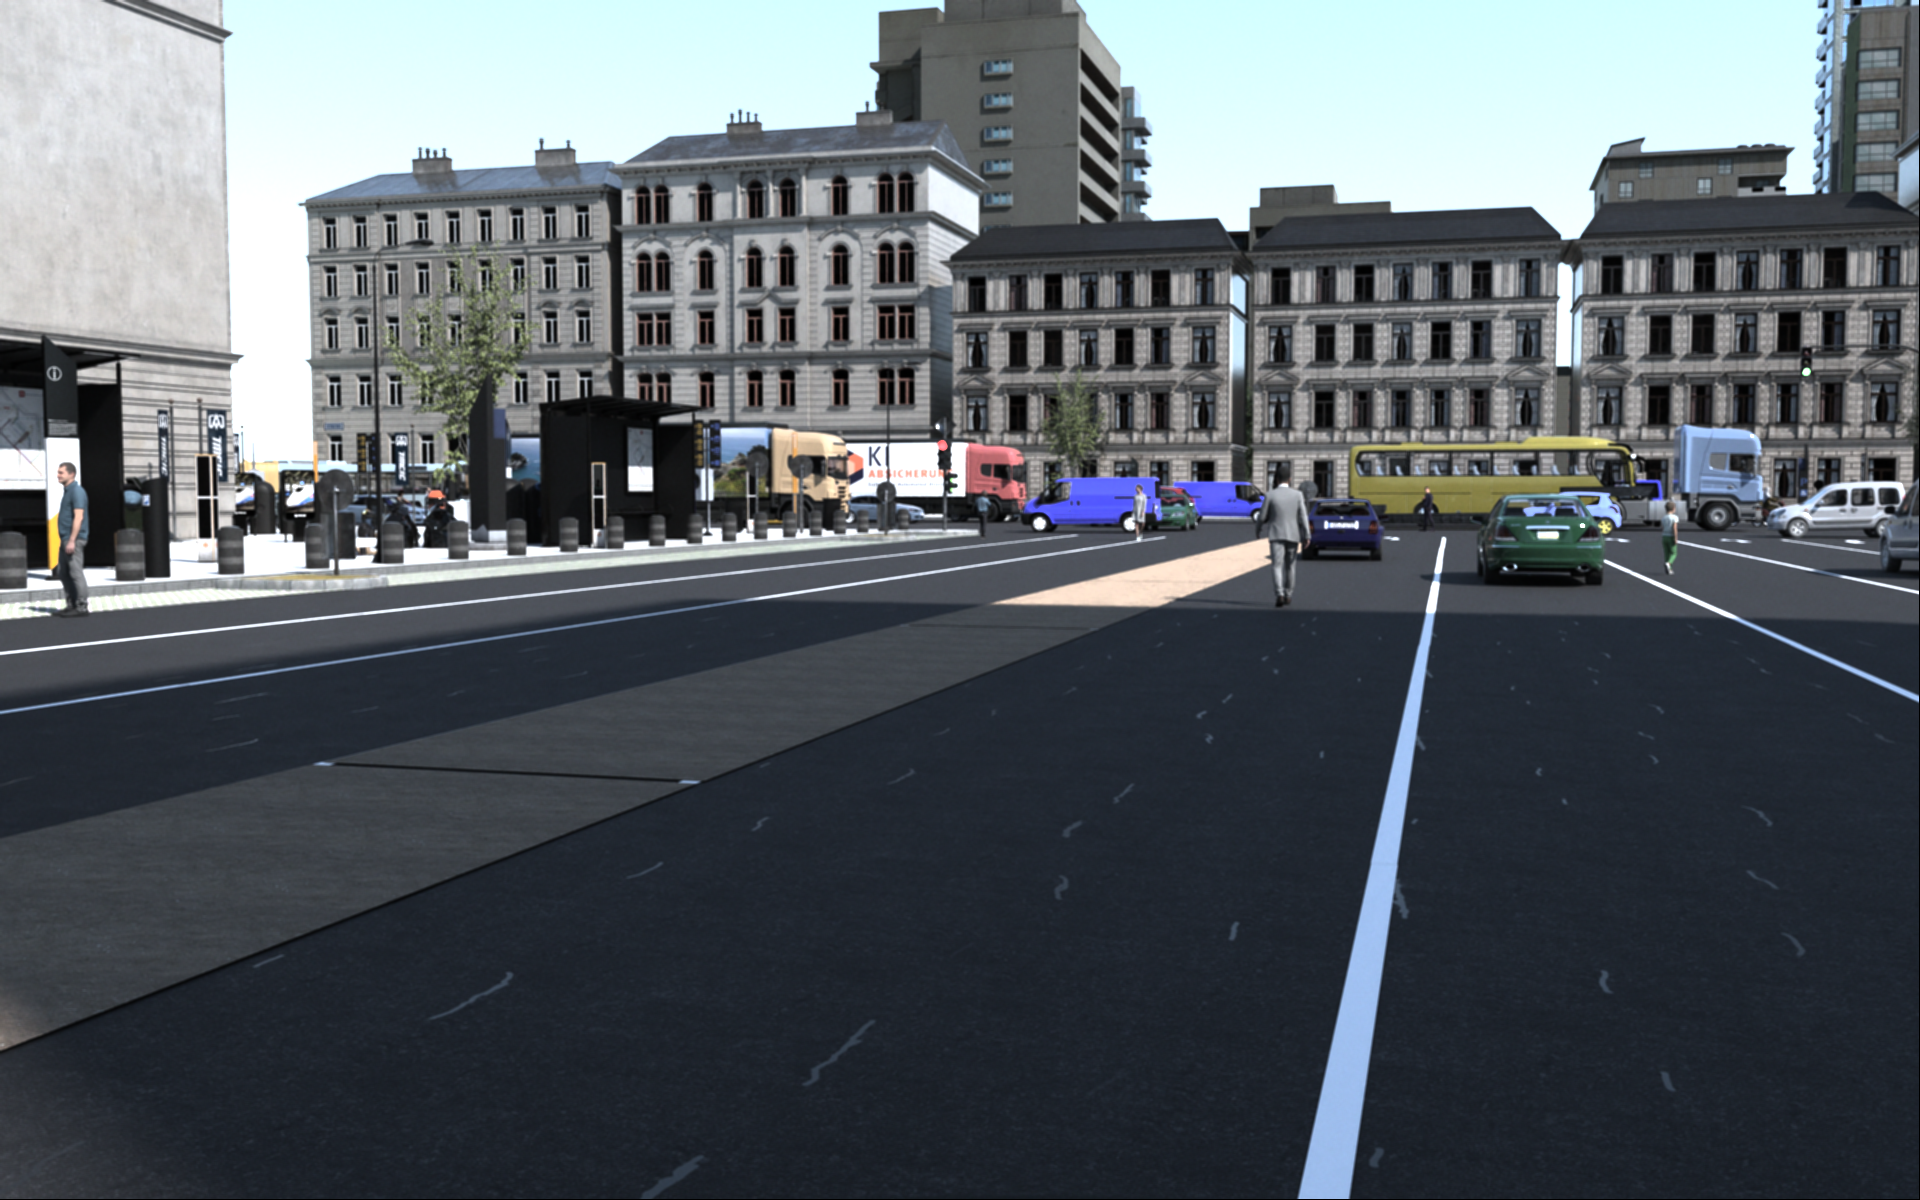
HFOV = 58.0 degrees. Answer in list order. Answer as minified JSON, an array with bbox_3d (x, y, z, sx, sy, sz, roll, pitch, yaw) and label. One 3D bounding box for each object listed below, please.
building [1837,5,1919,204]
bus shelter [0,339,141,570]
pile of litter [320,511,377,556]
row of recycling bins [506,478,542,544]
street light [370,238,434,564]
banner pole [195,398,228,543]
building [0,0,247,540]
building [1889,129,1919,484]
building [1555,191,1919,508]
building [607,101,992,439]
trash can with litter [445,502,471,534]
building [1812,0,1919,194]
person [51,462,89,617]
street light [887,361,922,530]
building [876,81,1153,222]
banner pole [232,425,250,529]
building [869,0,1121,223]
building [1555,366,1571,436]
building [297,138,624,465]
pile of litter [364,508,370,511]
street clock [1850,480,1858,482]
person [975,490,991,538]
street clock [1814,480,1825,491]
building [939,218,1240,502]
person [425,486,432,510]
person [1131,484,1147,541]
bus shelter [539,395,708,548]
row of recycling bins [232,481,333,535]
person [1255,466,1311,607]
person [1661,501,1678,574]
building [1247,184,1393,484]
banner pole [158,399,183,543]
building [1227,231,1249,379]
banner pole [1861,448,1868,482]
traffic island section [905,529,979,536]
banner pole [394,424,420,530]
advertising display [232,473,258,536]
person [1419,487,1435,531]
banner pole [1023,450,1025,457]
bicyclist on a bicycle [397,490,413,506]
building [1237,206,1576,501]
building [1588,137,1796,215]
[{"bbox_3d":[82.603,-28.412,148.136,14.154,41.232,14.086,1,4,16],"label":"building"},{"bbox_3d":[-15.423,-2.153,26.490,1.731,3.624,6.357,1,4,16],"label":"bus shelter"},{"bbox_3d":[-12.945,-1.371,36.385,1.176,0.858,1.719,-3,5,-42],"label":"pile of litter"},{"bbox_3d":[-10.998,-2.344,45.433,1.069,1.692,3.534,2,4,26],"label":"row of recycling bins"},{"bbox_3d":[-10.227,-3.623,31.769,1.470,5.913,1.316,1,4,16],"label":"street light"},{"bbox_3d":[-19.532,-3.374,45.178,0.863,3.779,0.401,-1,4,-23],"label":"banner pole"},{"bbox_3d":[-31.901,-12.935,47.650,21.152,22.565,11.583,1,4,16],"label":"building"},{"bbox_3d":[68.355,-18.469,99.224,25.104,27.353,12.463,1,4,16],"label":"building"},{"bbox_3d":[46.677,-14.677,104.589,19.286,19.102,10.561,1,4,16],"label":"building"},{"bbox_3d":[-10.996,-20.491,122.416,23.554,28.519,14.401,1,4,16],"label":"building"},{"bbox_3d":[-15.588,-2.557,53.194,1.055,1.170,0.624,-2,4,-25],"label":"trash can with litter"},{"bbox_3d":[92.147,-52.292,167.651,22.319,86.520,31.000,1,4,16],"label":"building"},{"bbox_3d":[-10.425,-0.711,20.260,0.434,1.807,0.598,-2,4,-24],"label":"person"},{"bbox_3d":[-2.007,-5.400,60.825,1.470,5.913,1.316,1,4,16],"label":"street light"},{"bbox_3d":[5.921,-35.319,197.077,30.456,49.044,23.786,1,4,16],"label":"building"},{"bbox_3d":[-26.104,-4.446,62.716,0.401,3.779,0.863,1,4,15],"label":"banner pole"},{"bbox_3d":[3.404,-33.503,171.479,21.300,48.544,21.600,1,4,16],"label":"building"},{"bbox_3d":[82.595,-25.944,269.229,28.899,21.520,27.650,1,4,16],"label":"building"},{"bbox_3d":[-34.543,-20.288,128.970,25.104,27.353,12.463,1,4,16],"label":"building"},{"bbox_3d":[-17.232,-2.282,51.272,1.176,0.858,1.719,1,4,9],"label":"pile of litter"},{"bbox_3d":[45.694,-5.138,88.573,0.471,2.002,0.358,-2,4,-33],"label":"street clock"},{"bbox_3d":[0.741,-2.768,55.974,0.429,1.552,0.499,-2,4,-28],"label":"person"},{"bbox_3d":[44.068,-5.154,88.839,0.358,2.002,0.471,-3,5,-43],"label":"street clock"},{"bbox_3d":[9.383,-15.279,114.437,19.286,19.102,10.561,1,4,16],"label":"building"},{"bbox_3d":[-24.355,-4.357,80.001,0.793,1.790,0.793,-1,4,-22],"label":"person"},{"bbox_3d":[5.485,-2.688,53.192,0.466,1.731,0.760,0,4,1],"label":"person"},{"bbox_3d":[-8.495,-3.245,44.334,1.731,3.624,6.357,1,4,16],"label":"bus shelter"},{"bbox_3d":[-21.829,-2.957,55.462,3.534,1.692,1.069,-1,4,-23],"label":"row of recycling bins"},{"bbox_3d":[4.141,-0.823,22.222,0.678,1.792,0.850,0,4,5],"label":"person"},{"bbox_3d":[12.632,-1.107,30.850,0.306,1.304,0.590,3,4,36],"label":"person"},{"bbox_3d":[57.139,-39.706,272.891,21.600,48.544,21.300,1,4,16],"label":"building"},{"bbox_3d":[-20.805,-3.393,45.495,0.401,3.779,0.863,0,4,7],"label":"banner pole"},{"bbox_3d":[33.009,-38.273,280.392,28.867,44.769,22.147,1,4,16],"label":"building"},{"bbox_3d":[48.968,-6.351,93.862,0.401,3.779,0.863,0,4,6],"label":"banner pole"},{"bbox_3d":[-0.549,-2.357,60.822,2.009,0.180,2.903,1,4,16],"label":"traffic island section"},{"bbox_3d":[-19.783,-4.399,61.935,0.863,3.779,0.401,-2,4,-31],"label":"banner pole"},{"bbox_3d":[-21.835,-2.897,52.576,0.974,1.923,0.123,0,4,2],"label":"advertising display"},{"bbox_3d":[17.960,-3.494,66.539,0.530,1.710,0.541,0,4,-4],"label":"person"},{"bbox_3d":[3.482,-6.691,99.411,0.863,3.779,0.401,3,5,43],"label":"banner pole"},{"bbox_3d":[-25.660,-4.265,79.762,1.625,1.676,1.499,1,4,15],"label":"bicyclist on a bicycle"},{"bbox_3d":[28.175,-15.009,110.022,19.286,19.102,10.561,1,4,16],"label":"building"},{"bbox_3d":[109.807,-41.080,260.894,27.495,52.752,28.713,1,4,16],"label":"building"}]
